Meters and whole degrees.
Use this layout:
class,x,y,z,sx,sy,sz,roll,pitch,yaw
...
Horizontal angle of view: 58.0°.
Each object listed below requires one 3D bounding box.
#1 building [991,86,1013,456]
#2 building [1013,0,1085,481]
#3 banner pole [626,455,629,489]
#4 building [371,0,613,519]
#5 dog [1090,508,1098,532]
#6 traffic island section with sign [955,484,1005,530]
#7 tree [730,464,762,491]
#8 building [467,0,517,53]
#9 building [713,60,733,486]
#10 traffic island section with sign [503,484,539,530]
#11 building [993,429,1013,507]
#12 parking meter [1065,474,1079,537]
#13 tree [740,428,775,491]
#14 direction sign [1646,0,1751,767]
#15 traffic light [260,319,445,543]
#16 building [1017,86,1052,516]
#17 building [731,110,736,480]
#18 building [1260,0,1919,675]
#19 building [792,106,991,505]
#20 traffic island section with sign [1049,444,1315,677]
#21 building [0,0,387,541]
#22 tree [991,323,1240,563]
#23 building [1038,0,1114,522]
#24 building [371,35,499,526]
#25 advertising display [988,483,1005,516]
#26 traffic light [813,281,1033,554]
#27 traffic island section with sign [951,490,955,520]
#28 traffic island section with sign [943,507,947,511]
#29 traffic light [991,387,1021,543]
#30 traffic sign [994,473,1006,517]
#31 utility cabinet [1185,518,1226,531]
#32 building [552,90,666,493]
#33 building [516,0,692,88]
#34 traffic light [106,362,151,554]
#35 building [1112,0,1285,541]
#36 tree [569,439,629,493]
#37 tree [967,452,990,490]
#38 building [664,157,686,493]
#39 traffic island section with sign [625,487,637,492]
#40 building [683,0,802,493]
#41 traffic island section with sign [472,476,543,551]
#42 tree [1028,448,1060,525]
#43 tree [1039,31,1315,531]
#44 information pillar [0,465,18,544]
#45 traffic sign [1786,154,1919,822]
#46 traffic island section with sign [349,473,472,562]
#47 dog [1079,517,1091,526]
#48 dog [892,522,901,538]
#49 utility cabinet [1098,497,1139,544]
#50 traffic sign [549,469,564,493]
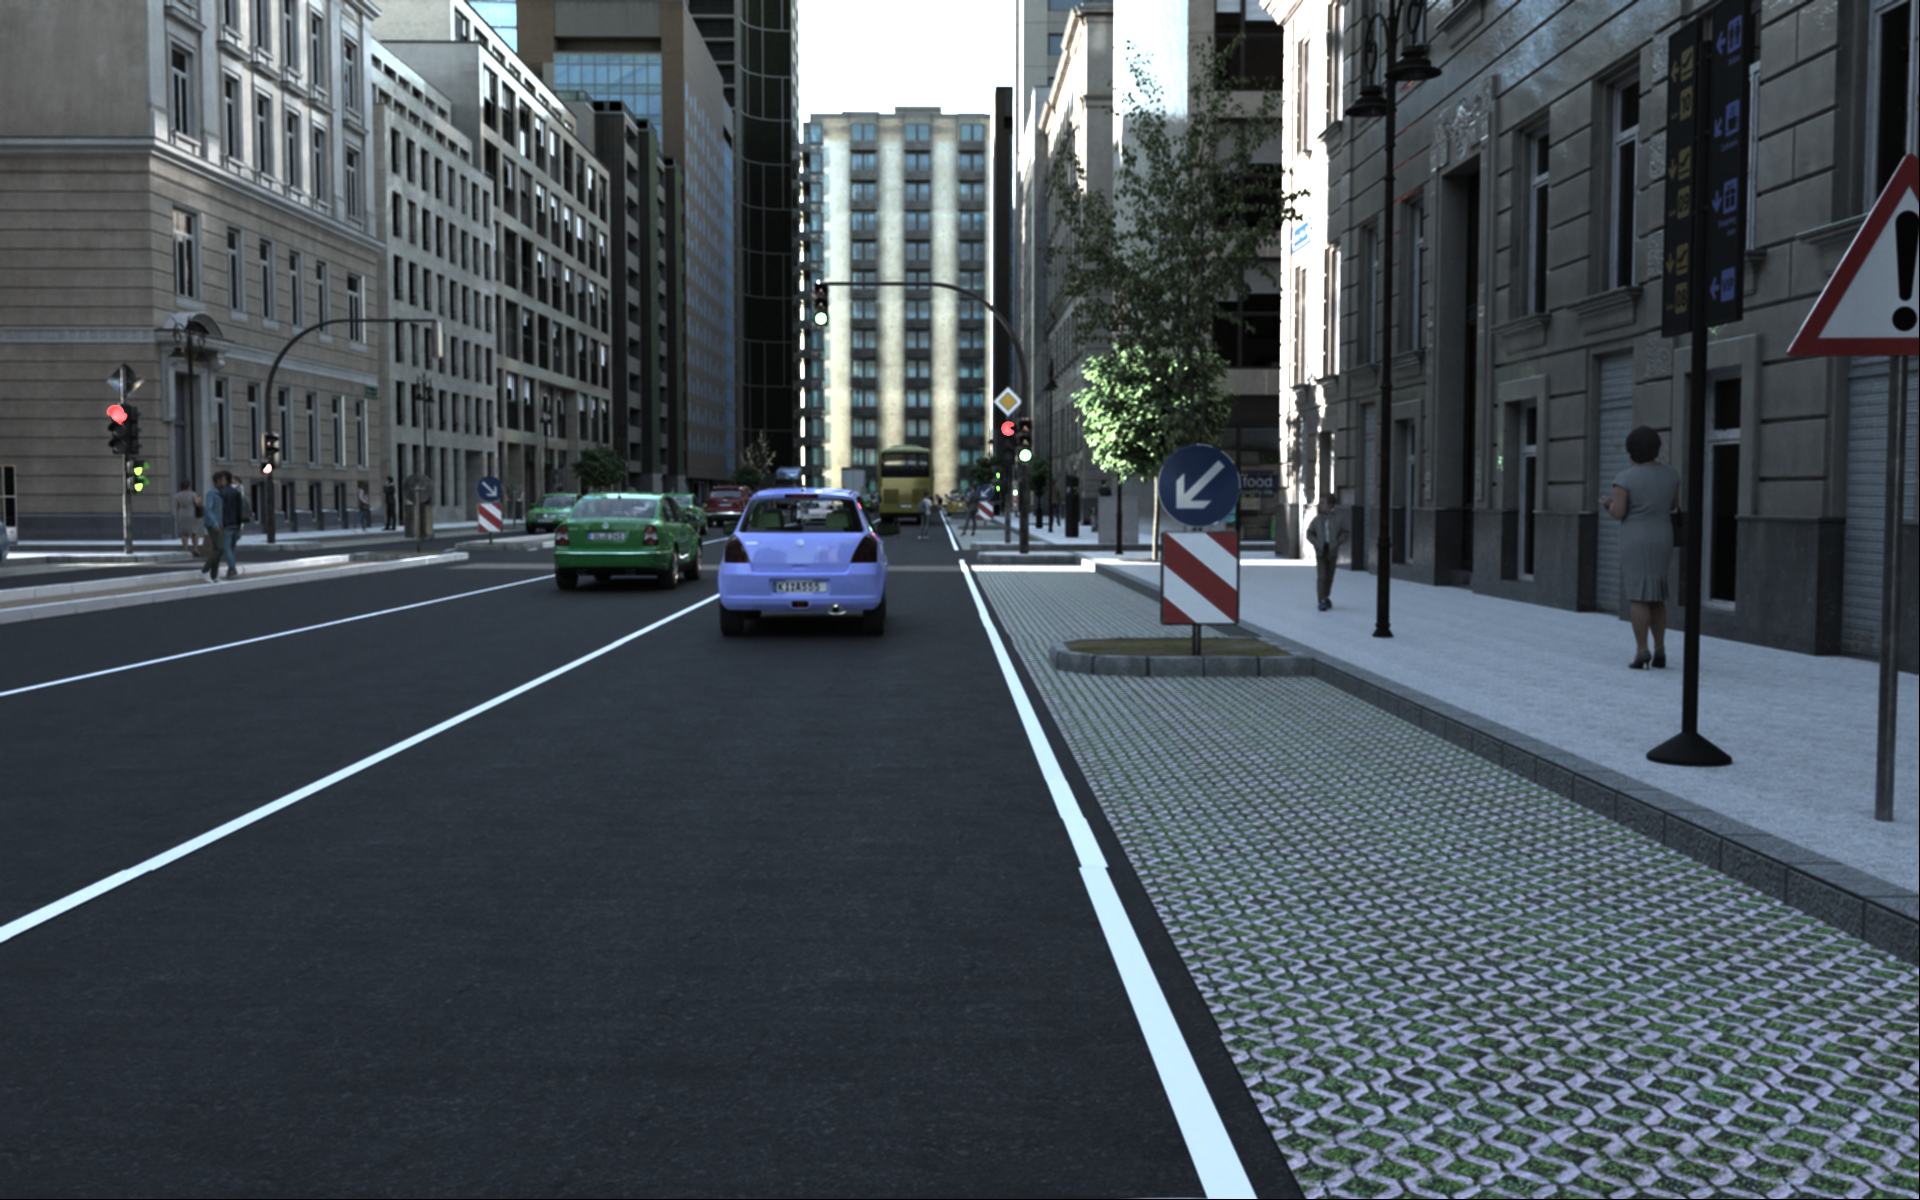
class,x,y,z,sx,sy,sz,roll,pitch,yaw
building,10.464,-32.845,187.128,14.600,45.320,14.200,0,4,-1
building,14.635,-36.249,134.675,21.231,58.520,28.212,0,4,-1
banner pole,-21.025,-7.313,109.576,0.401,3.779,0.863,0,4,1
building,-33.210,-18.163,101.489,19.350,26.468,34.151,0,4,-1
dog,4.498,-2.701,58.533,0.513,0.831,0.800,2,4,27
traffic island section with sign,0.905,-3.755,70.016,1.989,1.847,2.006,0,4,-1
tree,-22.980,-12.383,186.176,4.285,4.588,4.351,0,3,0
building,-54.626,-53.110,181.015,31.000,86.520,22.319,0,4,-1
building,-30.827,-31.792,169.916,14.600,45.320,14.200,0,4,-1
traffic island section with sign,-18.018,-3.738,69.739,1.989,1.847,2.006,0,4,-1
building,14.862,-52.031,163.378,22.319,86.520,31.000,0,4,-1
parking meter,3.336,-2.801,51.503,0.255,1.863,0.399,-2,4,-32
tree,-22.641,-14.891,193.828,4.360,8.622,3.978,0,3,0
direction sign,3.507,-0.993,8.227,0.379,3.537,0.876,0,4,1
traffic light,-15.835,-4.305,45.060,4.771,5.953,1.251,0,4,-1
building,10.140,-17.902,110.717,12.078,24.808,19.932,0,4,-1
building,-32.085,-32.791,186.249,14.200,45.320,14.600,0,4,-1
building,12.262,-13.778,22.541,12.463,27.353,25.104,0,4,-1
building,-5.277,-36.509,216.534,30.456,49.044,23.786,0,4,-1
traffic island section with sign,1.767,-0.355,14.432,1.989,1.847,2.006,0,4,-1
building,-28.394,-16.550,56.494,13.634,28.700,20.117,0,4,-1
tree,3.678,-3.011,32.948,4.285,4.588,4.351,0,3,0
building,10.912,-17.793,88.173,12.463,27.353,25.104,0,4,-1
building,-27.700,-13.533,76.021,10.420,20.320,16.860,0,4,-1
advertising display,2.157,-5.945,102.407,0.974,1.923,0.123,0,4,-6
traffic light,-0.732,-3.821,37.147,4.771,5.953,1.251,0,4,-1
traffic island section with sign,0.481,-5.403,96.968,1.989,1.847,2.006,0,4,-1
traffic island section with sign,-0.311,-8.473,147.162,1.989,1.847,2.006,0,4,-1
traffic light,1.234,-3.449,45.305,0.839,4.253,0.868,0,4,-1
traffic sign,2.251,-5.868,96.053,0.768,2.556,0.104,0,4,5
utility cabinet,6.378,-2.066,44.946,1.020,1.237,0.306,1,4,14
building,-30.156,-21.765,127.566,14.160,30.474,14.107,0,4,-1
building,-30.597,-30.926,155.744,14.600,45.320,14.200,0,4,-1
traffic light,-17.801,-2.941,37.008,0.839,4.253,0.868,0,4,-1
building,22.939,-15.390,56.142,34.151,26.468,19.350,0,4,-1
tree,-21.432,-7.289,102.889,4.285,4.588,4.351,0,3,0
tree,2.230,-8.805,127.679,4.285,4.588,4.351,0,3,0
building,-30.620,-22.652,142.068,14.160,30.474,14.107,0,4,-1
traffic island section with sign,-18.451,-5.407,97.031,1.989,1.847,2.006,0,4,-1
building,-30.791,-47.475,214.467,20.611,71.187,20.563,0,4,-1
traffic island section with sign,-12.011,-2.247,44.875,2.006,1.907,1.989,0,4,-1
tree,3.432,-4.776,72.681,1.663,3.219,1.824,0,3,0
tree,3.418,-4.700,27.207,4.737,8.622,4.395,0,3,0
information pillar,-24.284,-2.429,44.202,0.304,2.012,0.304,-3,5,-42
traffic sign,3.633,-0.412,6.735,0.884,2.594,0.081,0,4,1
traffic island section with sign,-11.905,-1.794,37.468,2.006,1.907,1.989,0,4,-1
dog,5.184,-3.231,70.556,0.550,0.427,0.748,-2,4,-27
dog,-2.068,-2.301,56.905,0.540,0.507,0.406,2,4,32
utility cabinet,4.085,-2.052,44.711,1.020,1.237,0.306,0,3,0
traffic sign,-20.415,-5.357,87.686,0.768,2.556,0.104,0,4,5
